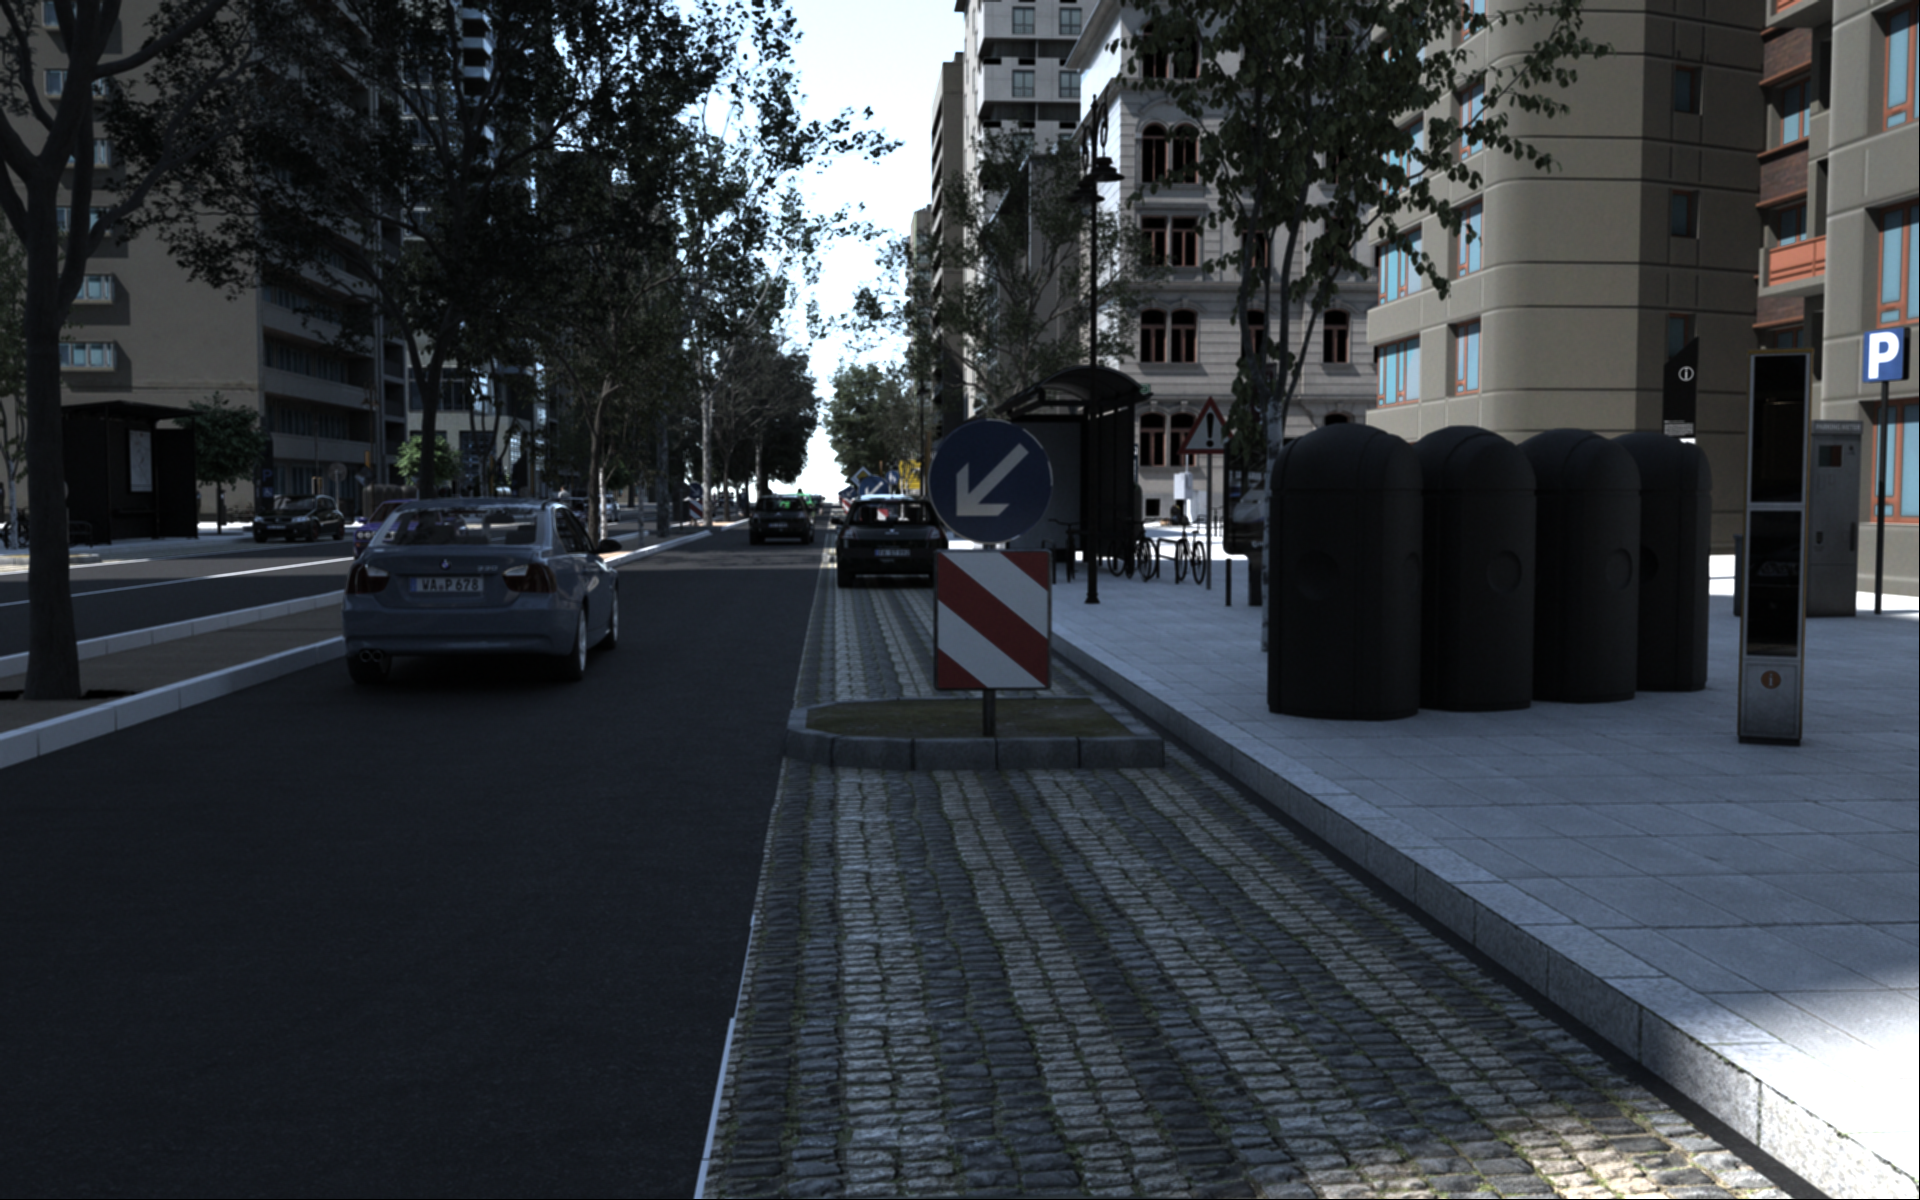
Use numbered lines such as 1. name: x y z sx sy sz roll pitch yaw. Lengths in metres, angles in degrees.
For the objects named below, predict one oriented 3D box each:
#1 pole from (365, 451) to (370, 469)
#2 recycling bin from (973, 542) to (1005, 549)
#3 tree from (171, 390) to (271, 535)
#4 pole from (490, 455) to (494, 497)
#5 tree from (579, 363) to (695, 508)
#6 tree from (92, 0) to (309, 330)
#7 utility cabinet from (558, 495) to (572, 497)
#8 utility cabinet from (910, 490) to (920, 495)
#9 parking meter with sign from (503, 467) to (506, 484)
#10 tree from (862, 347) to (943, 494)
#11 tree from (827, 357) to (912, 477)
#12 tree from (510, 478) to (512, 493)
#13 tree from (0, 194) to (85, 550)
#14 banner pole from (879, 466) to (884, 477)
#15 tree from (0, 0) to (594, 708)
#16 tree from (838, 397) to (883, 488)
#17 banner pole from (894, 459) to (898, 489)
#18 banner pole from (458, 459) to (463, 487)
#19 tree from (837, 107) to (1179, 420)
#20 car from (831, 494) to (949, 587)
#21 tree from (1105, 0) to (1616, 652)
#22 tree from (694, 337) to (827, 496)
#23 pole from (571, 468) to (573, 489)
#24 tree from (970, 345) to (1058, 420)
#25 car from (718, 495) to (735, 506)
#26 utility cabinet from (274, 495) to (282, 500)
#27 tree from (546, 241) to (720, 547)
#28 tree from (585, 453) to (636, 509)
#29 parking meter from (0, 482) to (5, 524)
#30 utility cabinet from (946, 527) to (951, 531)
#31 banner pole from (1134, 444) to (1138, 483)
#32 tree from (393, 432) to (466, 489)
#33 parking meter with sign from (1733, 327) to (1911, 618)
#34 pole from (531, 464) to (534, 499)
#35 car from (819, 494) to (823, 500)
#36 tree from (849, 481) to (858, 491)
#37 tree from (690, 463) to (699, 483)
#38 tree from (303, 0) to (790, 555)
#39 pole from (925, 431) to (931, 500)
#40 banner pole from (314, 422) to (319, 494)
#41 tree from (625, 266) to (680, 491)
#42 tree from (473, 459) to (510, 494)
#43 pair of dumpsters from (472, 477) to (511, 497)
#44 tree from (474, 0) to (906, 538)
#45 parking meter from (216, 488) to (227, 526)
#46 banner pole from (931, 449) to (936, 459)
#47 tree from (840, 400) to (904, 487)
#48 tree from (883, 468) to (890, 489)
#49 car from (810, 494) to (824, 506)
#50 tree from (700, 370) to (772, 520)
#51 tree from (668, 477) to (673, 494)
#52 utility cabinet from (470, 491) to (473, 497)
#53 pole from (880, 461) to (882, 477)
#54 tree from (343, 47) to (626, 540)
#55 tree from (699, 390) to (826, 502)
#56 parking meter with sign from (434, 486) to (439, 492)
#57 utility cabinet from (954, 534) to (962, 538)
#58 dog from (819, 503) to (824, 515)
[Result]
1. pole: -27.967 -5.381 81.825 0.158 3.312 0.155 0 3 0
2. recycling bin: 0.748 -1.652 39.566 0.722 1.027 0.722 2 4 24
3. tree: -23.419 -4.335 54.587 4.285 4.588 4.351 0 3 0
4. pole: -24.652 -5.955 91.211 0.158 3.312 0.155 0 3 0
5. tree: -30.440 -15.466 159.526 9.857 13.997 8.962 0 3 0
6. tree: -7.035 -5.216 22.159 8.767 10.594 7.601 0 4 -4
7. utility cabinet: -26.615 -6.451 116.634 1.020 1.237 0.306 2 4 32
8. utility cabinet: -2.359 -5.005 90.512 0.318 1.500 1.173 -1 4 -16
9. parking meter with sign: -28.017 -6.950 109.887 1.738 3.016 0.543 0 4 -6
10. tree: -2.860 -8.316 86.327 4.360 8.622 3.978 0 3 0
11. tree: -8.205 -15.498 160.051 9.857 13.997 8.962 0 3 0
12. tree: -29.894 -7.249 113.123 1.663 3.219 1.824 0 3 0
13. tree: -21.996 -5.460 39.641 4.737 8.622 4.395 0 3 0
14. banner pole: -6.062 -9.029 137.641 0.863 3.779 0.401 -2 4 -34
15. tree: -6.396 -6.057 11.866 12.009 13.543 11.850 0 3 0
16. tree: -10.630 -17.395 202.536 7.486 12.596 7.792 0 3 0
17. banner pole: -3.757 -7.186 107.513 0.863 3.779 0.401 -2 4 -27
18. banner pole: -35.957 -8.234 124.645 0.863 3.779 0.401 3 5 43
19. tree: 1.027 -6.629 42.803 8.767 10.594 7.601 0 4 3
20. car: -1.091 -1.105 27.849 2.009 1.686 4.222 0 4 -2
21. tree: 2.760 -3.891 13.981 4.737 8.622 4.395 0 3 0
22. tree: -14.598 -13.415 128.447 9.857 13.997 8.962 0 3 0
23. pole: -30.775 -8.784 137.469 0.158 3.312 0.155 0 3 0
24. tree: 2.581 -8.259 85.398 4.360 8.622 3.978 0 3 0
25. car: -27.430 -11.668 203.355 1.945 1.354 3.894 0 4 -5
26. utility cabinet: -31.145 -4.159 79.163 1.020 1.237 0.306 -2 4 -29
27. tree: -8.711 -5.761 47.008 4.737 8.622 4.395 0 3 0
28. tree: -29.829 -10.160 149.833 4.285 4.588 4.351 0 3 0
29. parking meter: -41.571 -4.234 74.941 0.399 1.863 0.255 -3 5 -39
30. utility cabinet: -0.128 -3.098 59.336 1.173 1.500 0.318 -2 4 -30
31. banner pole: 7.450 -5.258 75.979 0.863 3.779 0.401 2 4 34
32. tree: -25.129 -5.993 81.699 4.285 4.588 4.351 0 3 0
33. parking meter with sign: 9.007 -1.340 18.174 1.738 3.016 0.543 -1 4 -16
34. pole: -28.864 -7.525 116.878 0.158 3.312 0.155 0 3 0
35. car: -17.196 -12.047 207.188 2.015 1.641 3.980 0 4 -5
36. tree: -12.355 -14.014 212.839 4.285 4.588 4.351 0 3 0
37. tree: -41.334 -23.558 302.185 9.611 12.733 9.660 0 3 0
38. tree: -7.700 -6.040 35.622 8.767 10.594 7.601 0 4 -4
39. pole: -1.037 -3.810 56.135 0.158 3.312 0.155 0 3 0
40. banner pole: -22.351 -4.295 60.239 0.401 3.779 0.863 -1 4 -23
41. tree: -8.632 -5.436 41.699 4.360 8.622 3.978 0 3 0
42. tree: -25.502 -6.065 93.759 1.663 3.219 1.824 0 3 0
43. pair of dumpsters: -26.867 -5.917 99.229 1.574 2.255 4.437 0 4 -4
44. tree: -8.459 -12.056 55.454 12.611 20.169 13.585 0 3 0
45. parking meter: -29.976 -3.785 70.295 0.372 1.533 0.369 0 3 0
46. banner pole: -1.064 -5.724 83.604 0.863 3.779 0.401 1 4 10
47. tree: -6.067 -11.147 132.613 4.737 8.622 4.395 0 3 0
48. tree: -5.298 -8.045 126.131 1.663 3.219 1.824 0 3 0
49. car: -15.289 -10.381 181.738 2.014 1.417 4.499 0 4 -3
50. tree: -12.370 -8.758 96.020 4.360 8.622 3.978 0 3 0
51. tree: -33.117 -12.402 197.374 1.663 3.219 1.824 0 3 0
52. utility cabinet: -30.723 -6.238 110.670 1.173 1.500 0.318 1 4 11
53. pole: -4.847 -6.881 106.345 0.158 3.312 0.155 0 3 0
54. tree: -7.815 -4.613 28.247 4.360 8.622 3.978 0 3 0
55. tree: -15.556 -13.428 139.014 9.611 12.733 9.660 0 3 0
56. parking meter with sign: -32.114 -6.651 104.998 1.738 3.016 0.543 3 4 39
57. utility cabinet: 0.169 -2.423 50.778 0.306 1.237 1.020 -2 4 -29
58. dog: -9.696 -6.318 120.140 0.513 0.831 0.800 2 4 35
